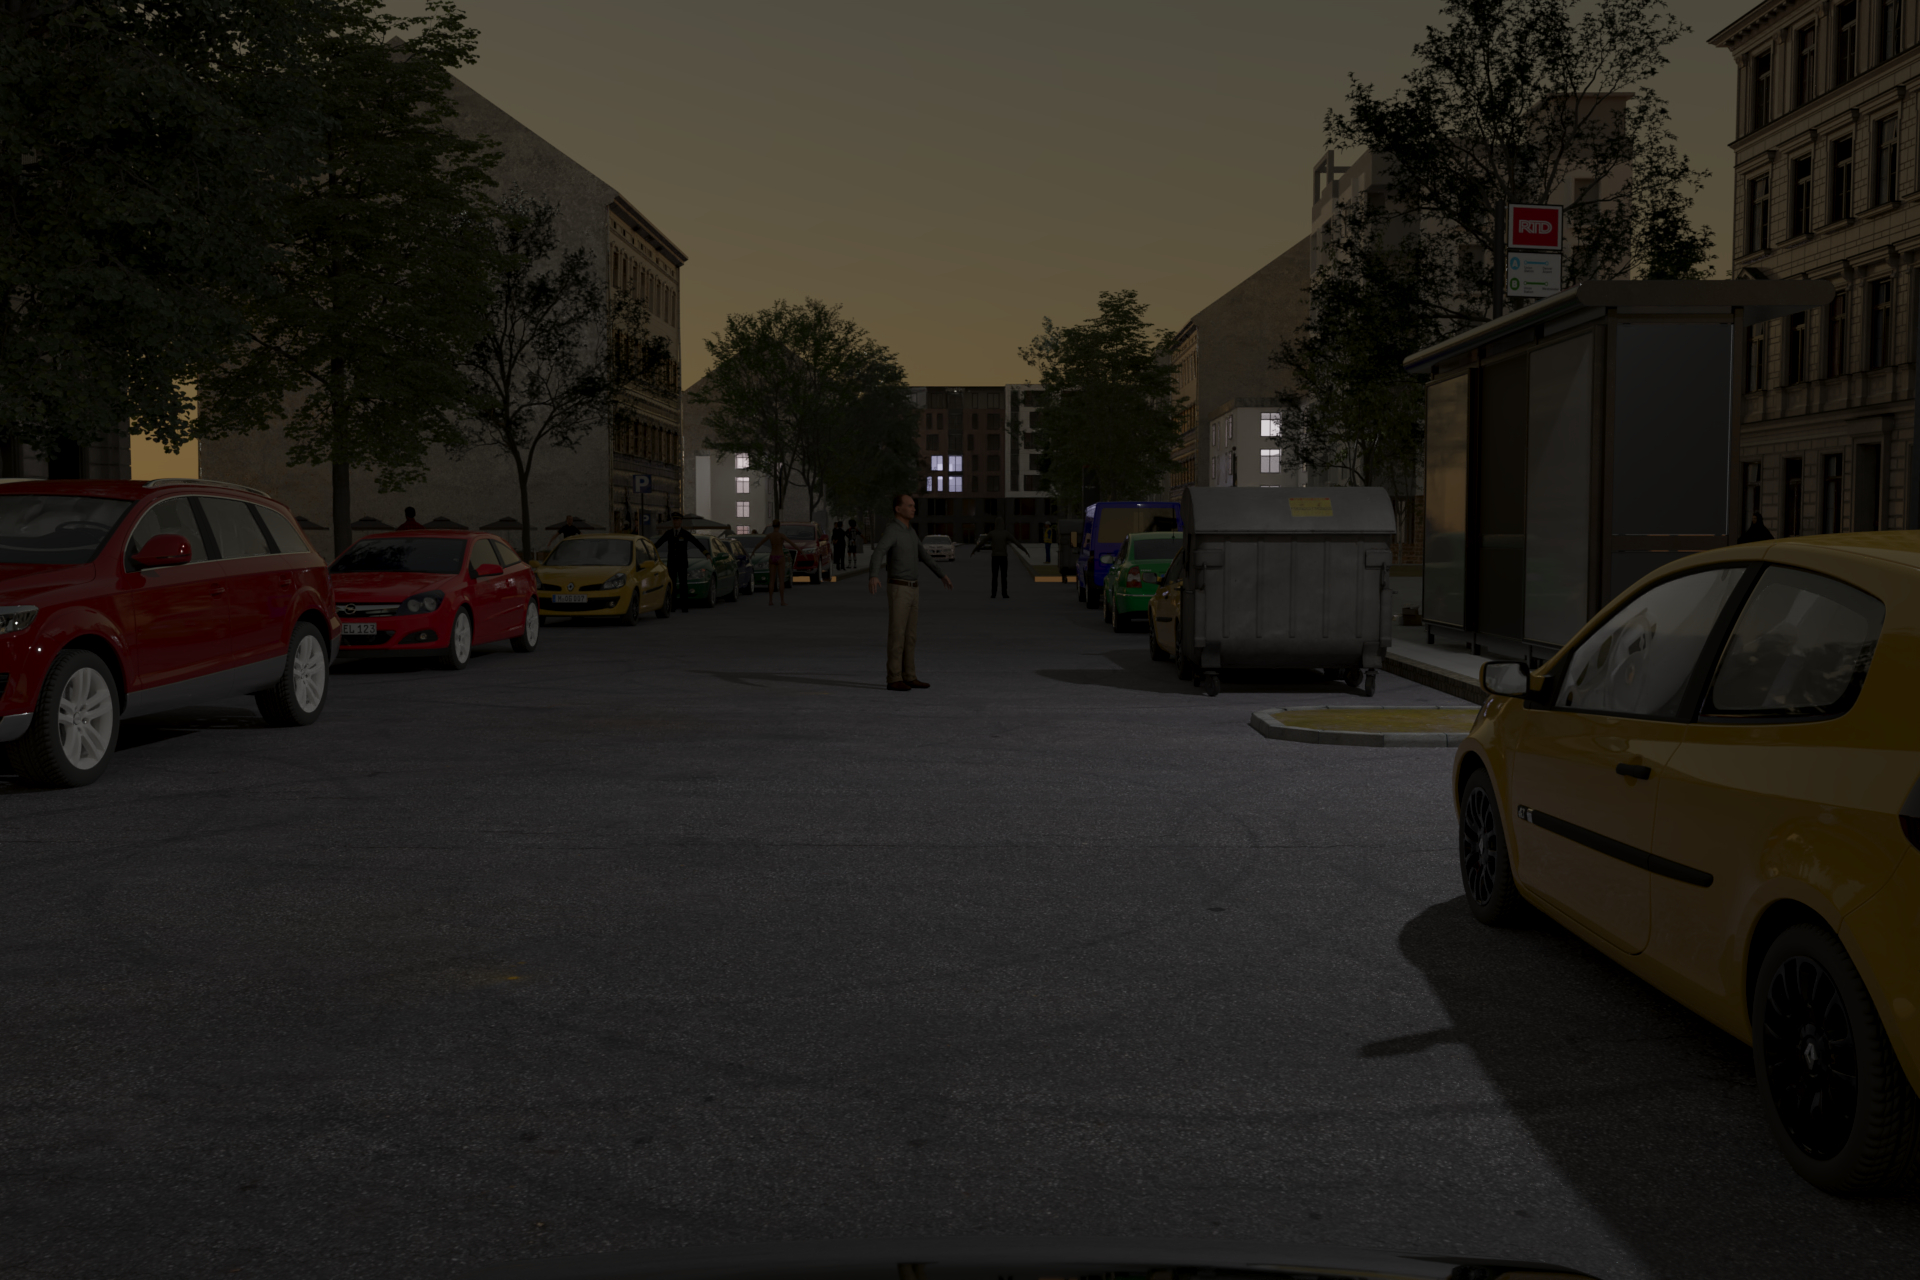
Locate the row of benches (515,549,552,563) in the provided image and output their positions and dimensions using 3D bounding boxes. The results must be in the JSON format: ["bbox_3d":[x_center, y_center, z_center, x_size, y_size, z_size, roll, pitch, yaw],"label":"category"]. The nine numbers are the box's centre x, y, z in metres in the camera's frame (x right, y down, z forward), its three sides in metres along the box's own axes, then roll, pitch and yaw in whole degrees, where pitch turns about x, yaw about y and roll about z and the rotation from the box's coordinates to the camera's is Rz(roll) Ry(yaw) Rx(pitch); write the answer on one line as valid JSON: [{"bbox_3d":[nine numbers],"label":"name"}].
[{"bbox_3d":[-18.107,-3.386,70.816,4.104,0.672,1.422,-3,5,-40],"label":"row of benches"}]

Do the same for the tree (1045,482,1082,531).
[{"bbox_3d":[8.850,-11.477,138.019,4.737,8.622,4.395,0,3,0],"label":"tree"}]

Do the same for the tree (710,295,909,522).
[{"bbox_3d":[-7.512,-10.883,88.300,12.009,13.543,11.850,0,3,0],"label":"tree"}]

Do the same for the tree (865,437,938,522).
[{"bbox_3d":[-5.916,-13.056,147.885,8.767,10.594,7.601,0,4,6],"label":"tree"}]

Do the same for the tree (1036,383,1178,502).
[{"bbox_3d":[8.463,-10.153,100.419,8.767,10.594,7.601,1,4,9],"label":"tree"}]

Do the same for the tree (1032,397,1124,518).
[{"bbox_3d":[9.107,-12.386,128.274,9.928,11.665,9.643,0,3,0],"label":"tree"}]

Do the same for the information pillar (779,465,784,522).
[{"bbox_3d":[-6.044,-4.115,58.643,0.183,3.616,0.504,0,4,2],"label":"information pillar"}]

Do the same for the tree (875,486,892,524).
[{"bbox_3d":[-6.134,-12.644,157.094,4.360,8.622,3.978,0,3,0],"label":"tree"}]

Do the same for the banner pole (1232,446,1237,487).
[{"bbox_3d":[7.816,-3.624,49.263,0.401,3.779,0.863,0,4,1],"label":"banner pole"}]

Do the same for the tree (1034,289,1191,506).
[{"bbox_3d":[7.072,-9.933,80.536,7.486,12.596,7.792,0,3,0],"label":"tree"}]

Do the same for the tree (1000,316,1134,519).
[{"bbox_3d":[9.430,-17.948,149.337,12.611,20.169,13.585,0,3,0],"label":"tree"}]

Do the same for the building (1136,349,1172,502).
[{"bbox_3d":[27.304,-18.813,174.049,16.747,18.905,31.486,0,4,1],"label":"building"}]

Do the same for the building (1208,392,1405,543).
[{"bbox_3d":[21.431,-10.049,106.453,9.099,9.664,28.070,0,4,1],"label":"building"}]

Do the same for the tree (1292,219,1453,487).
[{"bbox_3d":[9.863,-5.583,41.644,4.737,8.622,4.395,0,3,0],"label":"tree"}]

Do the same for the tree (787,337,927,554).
[{"bbox_3d":[-6.686,-12.686,114.075,9.857,13.997,8.962,0,3,0],"label":"tree"}]

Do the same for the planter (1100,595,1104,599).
[{"bbox_3d":[3.786,-1.081,38.818,1.991,0.319,1.994,0,4,1],"label":"planter"}]

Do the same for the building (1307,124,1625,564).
[{"bbox_3d":[22.791,-14.078,86.603,16.016,20.090,11.380,0,4,1],"label":"building"}]

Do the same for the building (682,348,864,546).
[{"bbox_3d":[-20.977,-22.478,198.448,19.493,23.208,18.063,0,4,1],"label":"building"}]

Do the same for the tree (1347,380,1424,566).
[{"bbox_3d":[17.848,-7.288,69.515,4.360,8.622,3.978,0,3,0],"label":"tree"}]

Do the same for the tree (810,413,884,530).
[{"bbox_3d":[-6.714,-9.068,98.623,4.737,8.622,4.395,0,3,0],"label":"tree"}]

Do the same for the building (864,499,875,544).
[{"bbox_3d":[-20.860,-23.822,220.417,19.493,23.208,18.063,0,4,2],"label":"building"}]

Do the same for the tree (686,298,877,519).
[{"bbox_3d":[-7.802,-9.141,75.206,9.928,11.665,9.643,0,3,0],"label":"tree"}]

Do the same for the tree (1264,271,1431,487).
[{"bbox_3d":[14.089,-7.711,60.483,7.601,10.594,8.767,1,4,18],"label":"tree"}]

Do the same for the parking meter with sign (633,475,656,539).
[{"bbox_3d":[-9.295,-3.385,51.609,0.543,3.016,1.738,0,4,1],"label":"parking meter with sign"}]

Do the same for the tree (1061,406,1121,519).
[{"bbox_3d":[7.419,-8.695,92.519,4.737,8.622,4.395,0,3,0],"label":"tree"}]

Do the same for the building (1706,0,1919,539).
[{"bbox_3d":[27.958,-11.020,43.801,10.561,19.211,19.286,0,4,1],"label":"building"}]

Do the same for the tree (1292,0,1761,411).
[{"bbox_3d":[8.796,-5.689,27.434,7.601,10.594,8.767,1,4,14],"label":"tree"}]

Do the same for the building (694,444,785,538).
[{"bbox_3d":[-21.999,-14.122,173.049,9.099,9.664,28.070,0,4,1],"label":"building"}]

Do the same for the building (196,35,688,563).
[{"bbox_3d":[-24.700,-15.600,85.983,19.493,23.208,18.063,0,4,1],"label":"building"}]

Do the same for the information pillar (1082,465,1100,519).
[{"bbox_3d":[4.963,-4.655,65.493,0.750,3.857,0.750,0,4,1],"label":"information pillar"}]

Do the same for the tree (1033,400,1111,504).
[{"bbox_3d":[8.069,-10.993,114.153,7.601,10.594,8.767,-3,5,-41],"label":"tree"}]

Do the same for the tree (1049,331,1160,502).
[{"bbox_3d":[5.360,-6.873,62.731,4.360,8.622,3.978,0,3,0],"label":"tree"}]

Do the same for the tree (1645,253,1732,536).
[{"bbox_3d":[28.144,-9.180,68.218,7.486,12.596,7.792,0,3,0],"label":"tree"}]

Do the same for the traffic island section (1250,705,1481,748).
[{"bbox_3d":[3.167,0.627,12.614,1.991,0.108,1.994,0,4,1],"label":"traffic island section"}]

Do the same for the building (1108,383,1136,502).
[{"bbox_3d":[26.927,-22.568,199.916,19.493,23.208,18.063,0,4,1],"label":"building"}]

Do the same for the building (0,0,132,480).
[{"bbox_3d":[-29.508,-12.002,36.898,13.314,22.015,24.055,0,4,2],"label":"building"}]

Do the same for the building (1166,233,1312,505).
[{"bbox_3d":[26.058,-18.323,130.510,19.493,23.208,18.063,0,4,1],"label":"building"}]

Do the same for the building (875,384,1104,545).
[{"bbox_3d":[4.033,-24.557,247.940,32.646,21.610,27.936,0,3,0],"label":"building"}]

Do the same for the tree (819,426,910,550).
[{"bbox_3d":[-7.118,-12.377,136.775,7.601,10.594,8.767,3,5,41],"label":"tree"}]
